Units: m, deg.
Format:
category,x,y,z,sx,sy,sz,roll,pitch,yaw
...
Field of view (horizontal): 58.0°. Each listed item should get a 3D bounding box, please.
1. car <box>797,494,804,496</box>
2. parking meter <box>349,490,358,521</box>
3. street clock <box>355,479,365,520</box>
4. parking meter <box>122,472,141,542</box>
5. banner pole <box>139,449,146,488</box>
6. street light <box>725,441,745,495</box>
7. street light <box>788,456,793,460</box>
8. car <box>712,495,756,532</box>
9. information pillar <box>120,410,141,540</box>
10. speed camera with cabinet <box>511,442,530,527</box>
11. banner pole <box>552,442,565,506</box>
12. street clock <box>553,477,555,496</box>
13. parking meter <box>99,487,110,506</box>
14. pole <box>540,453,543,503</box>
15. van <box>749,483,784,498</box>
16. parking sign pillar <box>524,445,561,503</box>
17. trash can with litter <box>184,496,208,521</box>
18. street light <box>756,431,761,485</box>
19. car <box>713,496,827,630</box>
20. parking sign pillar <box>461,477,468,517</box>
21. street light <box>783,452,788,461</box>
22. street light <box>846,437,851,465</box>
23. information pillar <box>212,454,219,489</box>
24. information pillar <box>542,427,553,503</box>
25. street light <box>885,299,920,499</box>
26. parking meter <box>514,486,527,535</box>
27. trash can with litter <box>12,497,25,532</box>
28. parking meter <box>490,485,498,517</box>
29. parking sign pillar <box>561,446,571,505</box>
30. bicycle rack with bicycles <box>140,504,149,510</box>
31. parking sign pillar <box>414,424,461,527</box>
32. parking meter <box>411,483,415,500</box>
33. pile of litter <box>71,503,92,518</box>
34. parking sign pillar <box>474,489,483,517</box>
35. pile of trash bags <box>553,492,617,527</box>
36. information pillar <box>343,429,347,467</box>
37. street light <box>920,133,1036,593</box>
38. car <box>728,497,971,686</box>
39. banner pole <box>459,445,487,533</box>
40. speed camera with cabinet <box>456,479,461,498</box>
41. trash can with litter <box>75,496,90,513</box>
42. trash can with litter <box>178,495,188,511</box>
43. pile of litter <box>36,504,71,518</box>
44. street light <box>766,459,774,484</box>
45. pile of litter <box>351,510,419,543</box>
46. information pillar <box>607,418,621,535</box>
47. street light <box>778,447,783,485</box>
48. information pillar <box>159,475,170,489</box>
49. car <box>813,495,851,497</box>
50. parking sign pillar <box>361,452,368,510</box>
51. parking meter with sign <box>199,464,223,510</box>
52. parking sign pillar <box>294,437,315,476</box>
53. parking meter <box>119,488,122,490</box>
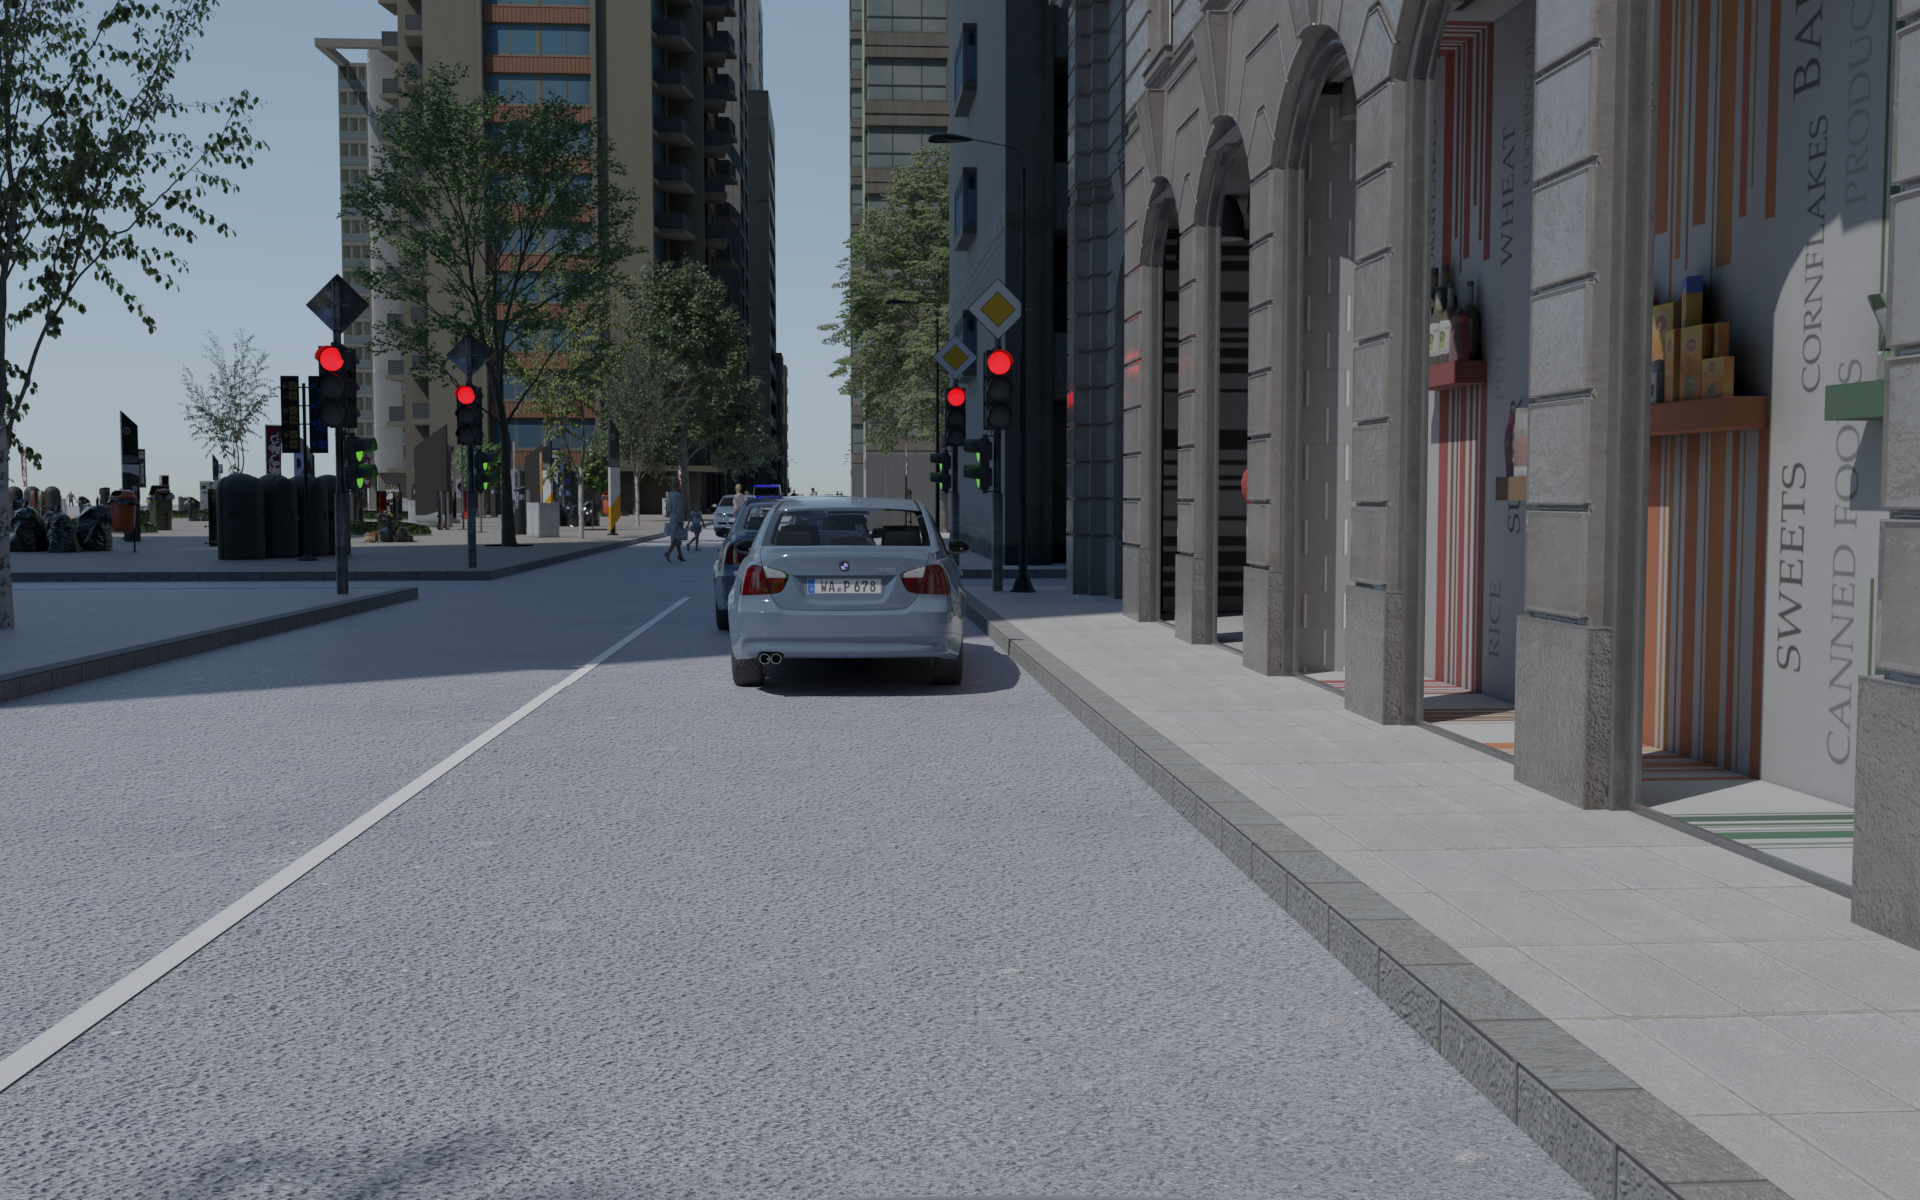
category,x,y,z,sx,sy,sz,roll,pitch,yaw
car,-16.360,-10.075,174.952,2.015,1.641,3.980,0,4,-4
parking meter,-24.417,-3.918,69.770,0.255,1.863,0.399,-3,5,-42
street clock,-23.875,-3.930,68.820,0.471,2.002,0.358,3,4,37
parking meter,-22.352,-2.510,46.746,0.255,1.863,0.399,1,4,18
banner pole,-39.799,-5.752,84.068,0.401,3.779,0.863,1,4,18
street light,-13.947,-8.230,107.105,1.470,5.913,1.316,0,4,-4
street light,-21.451,-14.567,210.717,1.470,5.913,1.316,0,4,-4
car,-8.615,-3.394,67.493,2.014,1.417,4.499,0,4,-4
information pillar,-23.379,-3.512,48.777,0.183,3.616,0.504,3,4,36
speed camera with cabinet,-17.019,-4.399,66.263,0.660,3.252,2.038,0,4,1
banner pole,-19.137,-5.663,82.615,0.863,3.779,0.401,0,4,7
street clock,-17.419,-4.228,73.690,0.358,2.002,0.471,1,4,8
parking meter,-31.559,-3.396,63.934,0.372,1.533,0.369,0,3,0
pole,-20.520,-5.580,85.083,0.158,3.312,0.155,0,3,0
van,-12.435,-6.563,111.693,2.240,2.365,5.245,0,4,-5
parking sign pillar,-20.937,-5.968,86.042,1.447,3.967,1.447,1,4,12
trash can with litter,-35.907,-4.291,81.551,0.624,1.170,1.055,2,4,33
street light,-15.415,-9.526,128.294,1.470,5.913,1.316,0,4,-4
car,-1.799,-0.467,19.642,2.014,1.417,4.499,0,4,-4
parking sign pillar,-22.536,-5.322,75.490,1.447,3.967,1.447,0,4,1
street light,-19.841,-13.270,189.505,1.470,5.913,1.316,0,4,-4
street light,-8.172,-10.191,139.161,1.470,5.913,1.316,0,4,-4
information pillar,-43.672,-6.745,101.640,0.183,3.616,0.504,1,4,14
information pillar,-14.434,-4.235,60.590,0.504,3.616,0.183,3,5,42
street light,-1.078,-4.215,41.459,1.470,5.913,1.316,0,4,-4
parking meter,-13.874,-2.827,54.626,0.372,1.533,0.369,0,3,0
trash can with litter,-23.373,-1.981,43.450,1.678,1.210,2.233,-1,4,-11
parking meter,-26.222,-5.615,97.521,0.399,1.863,0.255,1,4,22
parking sign pillar,-22.081,-6.604,96.443,1.447,3.967,1.447,-2,4,-33
bicycle rack with bicycles,-43.795,-4.893,93.378,2.925,0.926,2.852,1,4,9
parking sign pillar,-20.466,-4.817,67.224,1.447,3.967,1.447,0,4,6
parking meter,-25.512,-4.623,81.300,0.399,1.863,0.255,0,4,5
pile of litter,-43.933,-4.448,86.694,1.176,0.858,1.719,-2,4,-32
parking sign pillar,-27.763,-6.699,97.997,1.447,3.967,1.447,1,4,10
pile of trash bags,-14.774,-3.575,68.212,3.447,1.369,1.912,2,4,35
information pillar,-21.969,-4.295,61.573,0.183,3.616,0.504,1,4,17
street light,0.284,-3.055,22.484,1.470,5.913,1.316,0,4,-4
car,-0.892,-0.139,14.270,2.014,1.417,4.499,0,4,-2
banner pole,-16.161,-4.141,57.715,0.863,3.779,0.401,2,4,28
speed camera with cabinet,-30.493,-6.681,103.565,2.038,3.252,0.660,-1,4,-15
trash can with litter,-47.102,-5.017,93.420,0.624,1.170,1.055,1,4,16
trash can with litter,-43.536,-5.214,96.307,2.233,1.210,1.678,0,3,0
pile of litter,-41.573,-3.944,78.450,1.719,0.858,1.176,0,4,1
street light,-17.007,-10.822,149.475,1.470,5.913,1.316,0,4,-4
pile of litter,-15.337,-1.965,46.098,1.719,0.858,1.176,-1,4,-10
information pillar,-10.769,-3.824,53.881,0.183,3.616,0.504,2,4,28
street light,-18.505,-12.118,170.662,1.470,5.913,1.316,0,4,-4
information pillar,-30.669,-3.810,66.790,0.304,2.012,0.304,-3,4,-39
car,-3.132,-1.778,41.068,2.014,1.417,4.499,0,4,-3
parking sign pillar,-35.506,-6.997,102.872,1.447,3.967,1.447,-1,4,-10
parking meter with sign,-43.773,-6.385,100.658,1.738,3.016,0.543,0,4,6
parking sign pillar,-30.993,-5.715,81.914,1.447,3.967,1.447,3,5,44
parking meter,-32.036,-3.549,66.435,0.372,1.533,0.369,0,3,0
